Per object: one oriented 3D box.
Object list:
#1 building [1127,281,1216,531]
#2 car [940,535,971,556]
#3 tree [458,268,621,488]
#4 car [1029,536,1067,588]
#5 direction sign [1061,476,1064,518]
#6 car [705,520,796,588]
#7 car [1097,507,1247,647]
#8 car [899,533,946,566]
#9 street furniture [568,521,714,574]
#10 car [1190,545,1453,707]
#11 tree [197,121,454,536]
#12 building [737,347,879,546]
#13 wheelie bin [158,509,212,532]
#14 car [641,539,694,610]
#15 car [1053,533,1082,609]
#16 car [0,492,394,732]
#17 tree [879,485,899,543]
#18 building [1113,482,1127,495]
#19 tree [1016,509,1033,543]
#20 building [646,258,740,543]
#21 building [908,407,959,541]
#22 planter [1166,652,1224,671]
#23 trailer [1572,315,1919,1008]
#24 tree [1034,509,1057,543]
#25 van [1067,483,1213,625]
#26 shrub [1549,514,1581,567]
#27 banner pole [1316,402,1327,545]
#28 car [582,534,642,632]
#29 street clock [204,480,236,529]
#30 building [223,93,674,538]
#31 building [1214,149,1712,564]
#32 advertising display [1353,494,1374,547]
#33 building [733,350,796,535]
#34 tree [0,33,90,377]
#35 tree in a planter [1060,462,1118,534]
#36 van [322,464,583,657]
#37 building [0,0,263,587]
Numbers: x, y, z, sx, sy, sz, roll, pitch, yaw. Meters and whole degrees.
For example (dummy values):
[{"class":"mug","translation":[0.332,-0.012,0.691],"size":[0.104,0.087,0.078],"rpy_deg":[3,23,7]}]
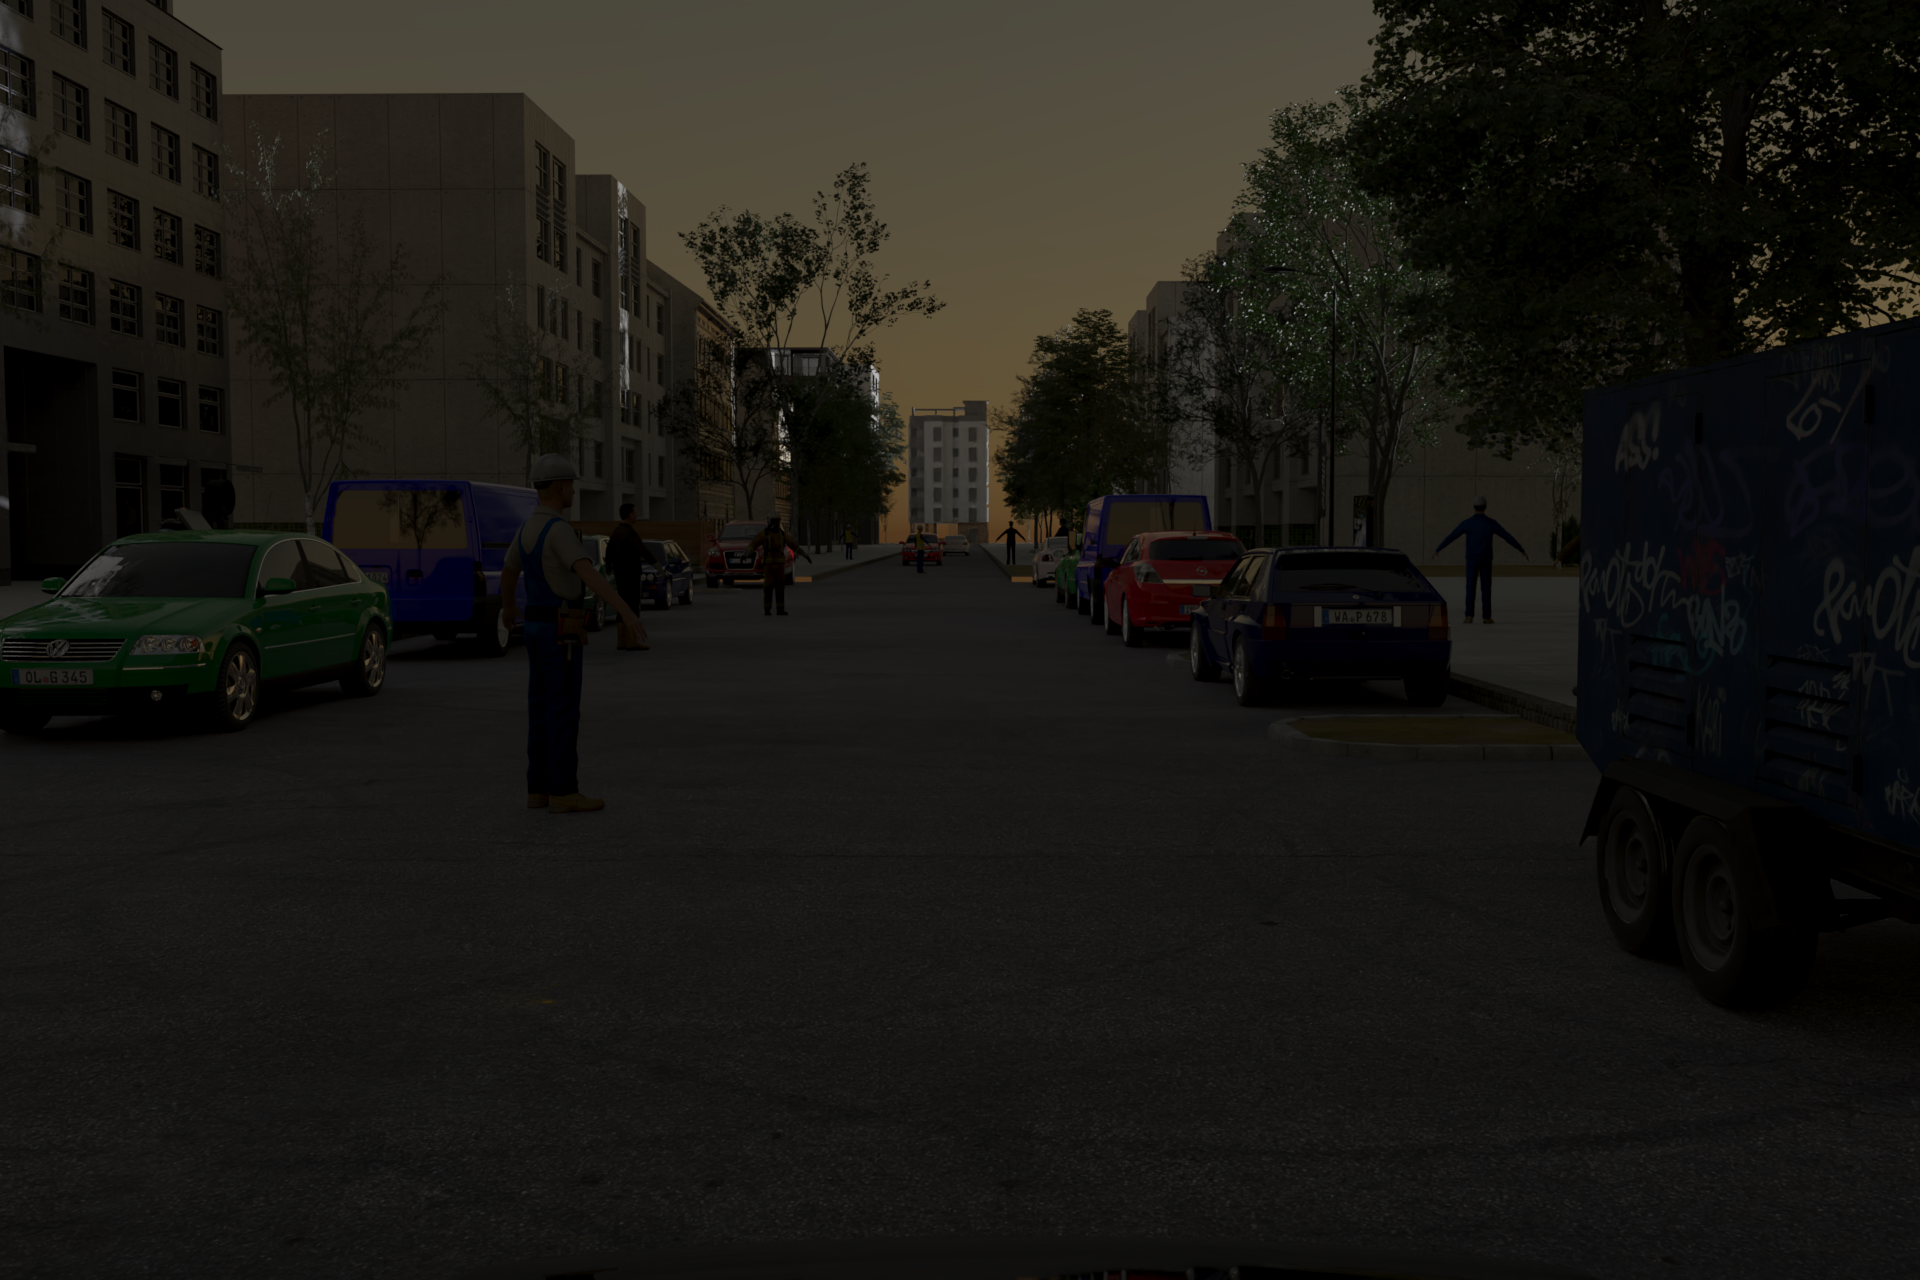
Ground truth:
[{"class":"building","translation":[22.258,-16.094,129.586],"size":[16.747,18.905,31.486],"rpy_deg":[0,4,1]},{"class":"car","translation":[-0.307,-6.271,114.884],"size":[2.083,1.381,4.827],"rpy_deg":[0,4,1]},{"class":"tree","translation":[-12.334,-6.025,48.871],"size":[4.360,8.622,3.978],"rpy_deg":[0,3,0]},{"class":"car","translation":[2.966,-2.155,47.594],"size":[2.083,1.381,4.827],"rpy_deg":[0,3,0]},{"class":"direction sign","translation":[4.018,-4.642,67.897],"size":[0.379,3.537,0.876],"rpy_deg":[0,4,-1]},{"class":"car","translation":[-5.681,-2.367,47.371],"size":[2.281,1.827,5.304],"rpy_deg":[0,3,0]},{"class":"car","translation":[2.966,-0.879,23.405],"size":[2.155,1.783,4.494],"rpy_deg":[0,4,0]},{"class":"car","translation":[-1.719,-4.327,79.787],"size":[2.155,1.783,4.494],"rpy_deg":[0,4,1]},{"class":"street furniture","translation":[-12.461,-3.186,58.943],"size":[9.812,1.723,11.010],"rpy_deg":[0,4,5]},{"class":"car","translation":[3.151,-0.192,15.728],"size":[1.945,1.354,3.894],"rpy_deg":[0,4,-1]},{"class":"tree","translation":[-12.136,-4.979,31.771],"size":[4.360,8.622,3.978],"rpy_deg":[0,3,0]},{"class":"building","translation":[-24.584,-22.136,205.893],"size":[27.936,21.610,32.646],"rpy_deg":[0,4,1]},{"class":"wheelie bin","translation":[-9.834,-0.866,22.072],"size":[0.693,1.594,0.980],"rpy_deg":[0,3,0]},{"class":"car","translation":[-6.337,-1.310,33.992],"size":[1.945,1.354,3.894],"rpy_deg":[0,4,1]},{"class":"car","translation":[2.891,-1.580,34.625],"size":[1.959,1.807,4.718],"rpy_deg":[0,4,-1]},{"class":"car","translation":[-6.061,-0.314,13.930],"size":[1.959,1.807,4.718],"rpy_deg":[0,4,1]},{"class":"tree","translation":[-10.203,-17.921,243.367],"size":[4.360,8.622,3.978],"rpy_deg":[0,3,0]},{"class":"building","translation":[21.223,-17.169,222.856],"size":[9.099,9.664,28.070],"rpy_deg":[0,4,0]},{"class":"tree","translation":[10.158,-18.290,249.397],"size":[4.360,8.622,3.978],"rpy_deg":[0,3,0]},{"class":"building","translation":[-26.184,-17.712,120.523],"size":[19.493,23.208,18.063],"rpy_deg":[0,3,0]},{"class":"building","translation":[-7.100,-23.906,249.743],"size":[11.380,20.090,16.016],"rpy_deg":[0,4,7]},{"class":"planter","translation":[3.296,0.131,18.996],"size":[1.991,0.319,1.994],"rpy_deg":[0,4,1]},{"class":"trailer","translation":[2.975,0.048,6.262],"size":[1.471,1.999,3.904],"rpy_deg":[0,4,0]},{"class":"tree","translation":[11.207,-19.362,242.317],"size":[9.928,11.665,9.643],"rpy_deg":[0,3,0]},{"class":"van","translation":[3.011,-1.506,29.015],"size":[2.240,2.365,5.245],"rpy_deg":[0,4,0]},{"class":"shrub","translation":[23.673,-3.862,67.188],"size":[1.661,2.075,1.752],"rpy_deg":[0,3,0]},{"class":"banner pole","translation":[6.821,-2.610,32.689],"size":[0.401,3.779,0.863],"rpy_deg":[0,4,0]},{"class":"car","translation":[-6.182,-0.928,26.970],"size":[2.131,1.459,4.920],"rpy_deg":[0,4,0]},{"class":"street clock","translation":[-9.845,-1.132,23.085],"size":[0.358,2.002,0.471],"rpy_deg":[0,4,0]},{"class":"building","translation":[-25.482,-13.407,85.667],"size":[16.747,18.905,31.486],"rpy_deg":[0,4,1]},{"class":"building","translation":[23.643,-13.564,88.225],"size":[16.747,18.905,31.486],"rpy_deg":[0,4,0]},{"class":"advertising display","translation":[6.653,-1.431,28.606],"size":[0.123,1.923,0.974],"rpy_deg":[0,3,0]},{"class":"building","translation":[-27.424,-21.336,179.765],"size":[19.493,23.208,18.063],"rpy_deg":[0,4,1]},{"class":"tree","translation":[-12.717,-4.249,19.833],"size":[4.360,8.622,3.978],"rpy_deg":[0,3,0]},{"class":"tree in a planter","translation":[3.401,-2.807,43.117],"size":[1.991,3.239,1.994],"rpy_deg":[0,4,0]},{"class":"van","translation":[-6.230,-1.066,21.815],"size":[2.240,2.365,5.245],"rpy_deg":[0,4,1]},{"class":"building","translation":[-28.329,-13.822,44.406],"size":[11.959,24.771,22.079],"rpy_deg":[0,4,0]}]
